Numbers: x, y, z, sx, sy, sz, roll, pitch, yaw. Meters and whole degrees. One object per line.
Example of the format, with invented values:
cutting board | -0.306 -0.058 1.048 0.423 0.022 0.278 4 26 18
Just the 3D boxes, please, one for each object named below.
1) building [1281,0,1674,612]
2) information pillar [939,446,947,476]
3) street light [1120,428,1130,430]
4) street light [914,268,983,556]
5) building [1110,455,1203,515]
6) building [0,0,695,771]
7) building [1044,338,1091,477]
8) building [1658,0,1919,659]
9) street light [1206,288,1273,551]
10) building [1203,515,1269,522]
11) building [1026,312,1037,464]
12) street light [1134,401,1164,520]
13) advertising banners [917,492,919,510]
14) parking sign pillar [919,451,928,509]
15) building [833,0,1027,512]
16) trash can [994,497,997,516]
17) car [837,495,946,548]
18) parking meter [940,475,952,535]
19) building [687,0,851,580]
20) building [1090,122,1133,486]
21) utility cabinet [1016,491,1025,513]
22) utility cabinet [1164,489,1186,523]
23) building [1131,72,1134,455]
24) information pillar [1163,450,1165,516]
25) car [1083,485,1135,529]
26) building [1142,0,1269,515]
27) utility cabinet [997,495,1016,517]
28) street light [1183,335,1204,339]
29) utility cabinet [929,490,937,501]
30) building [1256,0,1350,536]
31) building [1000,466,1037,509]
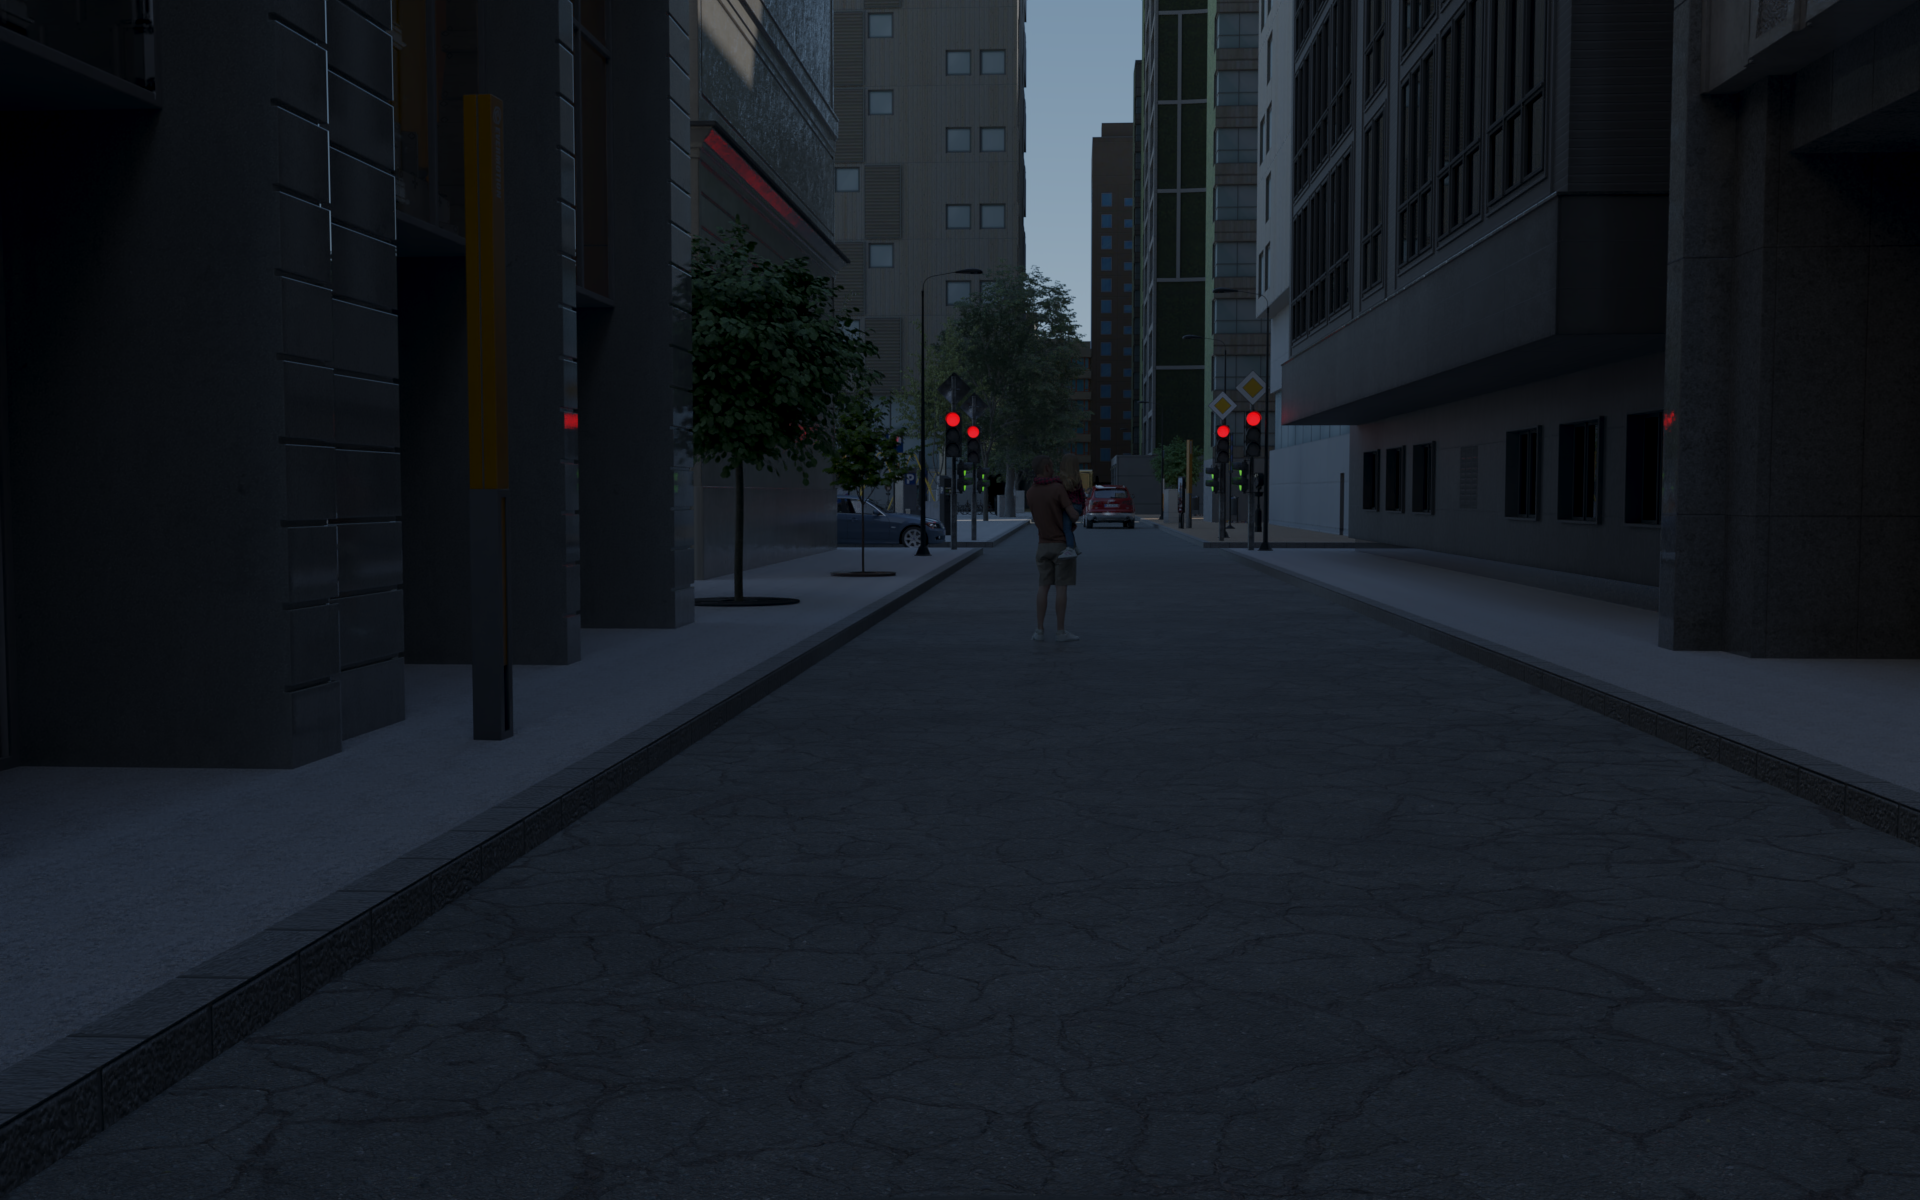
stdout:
building | 13.454 -14.225 26.091 14.314 27.812 24.014 0 4 4
information pillar | -0.742 -5.201 76.393 0.183 3.616 0.504 -2 4 -32
street light | 12.010 -9.165 122.385 1.470 5.913 1.316 0 4 4
street light | -0.228 -3.869 35.793 1.470 5.913 1.316 0 4 4
building | 20.262 -41.097 110.186 20.563 71.187 20.611 0 4 4
building | -8.991 -13.738 2.105 11.434 29.767 29.804 0 4 4
building | 2.083 -22.976 220.699 28.899 21.520 27.650 0 4 4
building | 11.197 -11.344 3.491 12.078 24.808 19.932 0 4 4
street light | 6.379 -4.071 39.095 1.470 5.913 1.316 0 4 4
building | 18.843 -24.454 83.426 14.154 41.232 14.086 0 4 4
building | -6.160 -20.860 186.107 28.899 21.520 27.650 0 4 4
street light | 9.546 -6.965 86.414 1.470 5.913 1.316 0 4 4
advertising banners | -3.129 -7.309 115.686 2.074 3.025 0.090 3 5 43
parking sign pillar | -2.312 -7.337 108.433 1.447 3.967 1.447 0 4 5
building | -8.469 -33.484 136.701 28.713 52.752 27.495 0 4 4
trash can | 2.341 -5.510 101.734 0.748 1.137 0.748 0 3 0
car | -2.610 -1.986 44.478 4.499 1.417 2.014 0 4 3
parking meter | -0.445 -2.937 53.724 0.255 1.863 0.399 -2 4 -28
building | -17.529 -12.227 33.196 30.059 22.955 16.112 0 4 4
building | 23.138 -34.354 211.794 14.200 45.320 14.600 0 4 4
utility cabinet | 3.692 -6.505 115.027 1.173 1.500 0.318 0 4 7
utility cabinet | 9.417 -4.114 75.941 1.173 1.500 0.318 -3 5 -42
building | 23.526 -29.534 166.472 14.154 41.232 14.086 0 4 4
information pillar | 10.894 -6.207 92.844 0.183 3.616 0.504 1 4 12
car | 6.275 -3.949 73.234 2.281 1.827 5.304 0 4 2
building | 20.746 -27.420 131.908 14.154 41.232 14.086 0 4 4
utility cabinet | 2.593 -5.208 96.306 1.020 1.237 0.306 -2 4 -25
street light | 7.202 -4.780 50.692 1.470 5.913 1.316 0 4 4
utility cabinet | -1.154 -5.469 98.093 1.173 1.500 0.318 -1 4 -9
building | 24.455 -28.638 57.469 27.495 52.752 28.713 0 4 4
building | -2.654 -44.163 160.310 20.563 71.187 20.611 0 4 4
